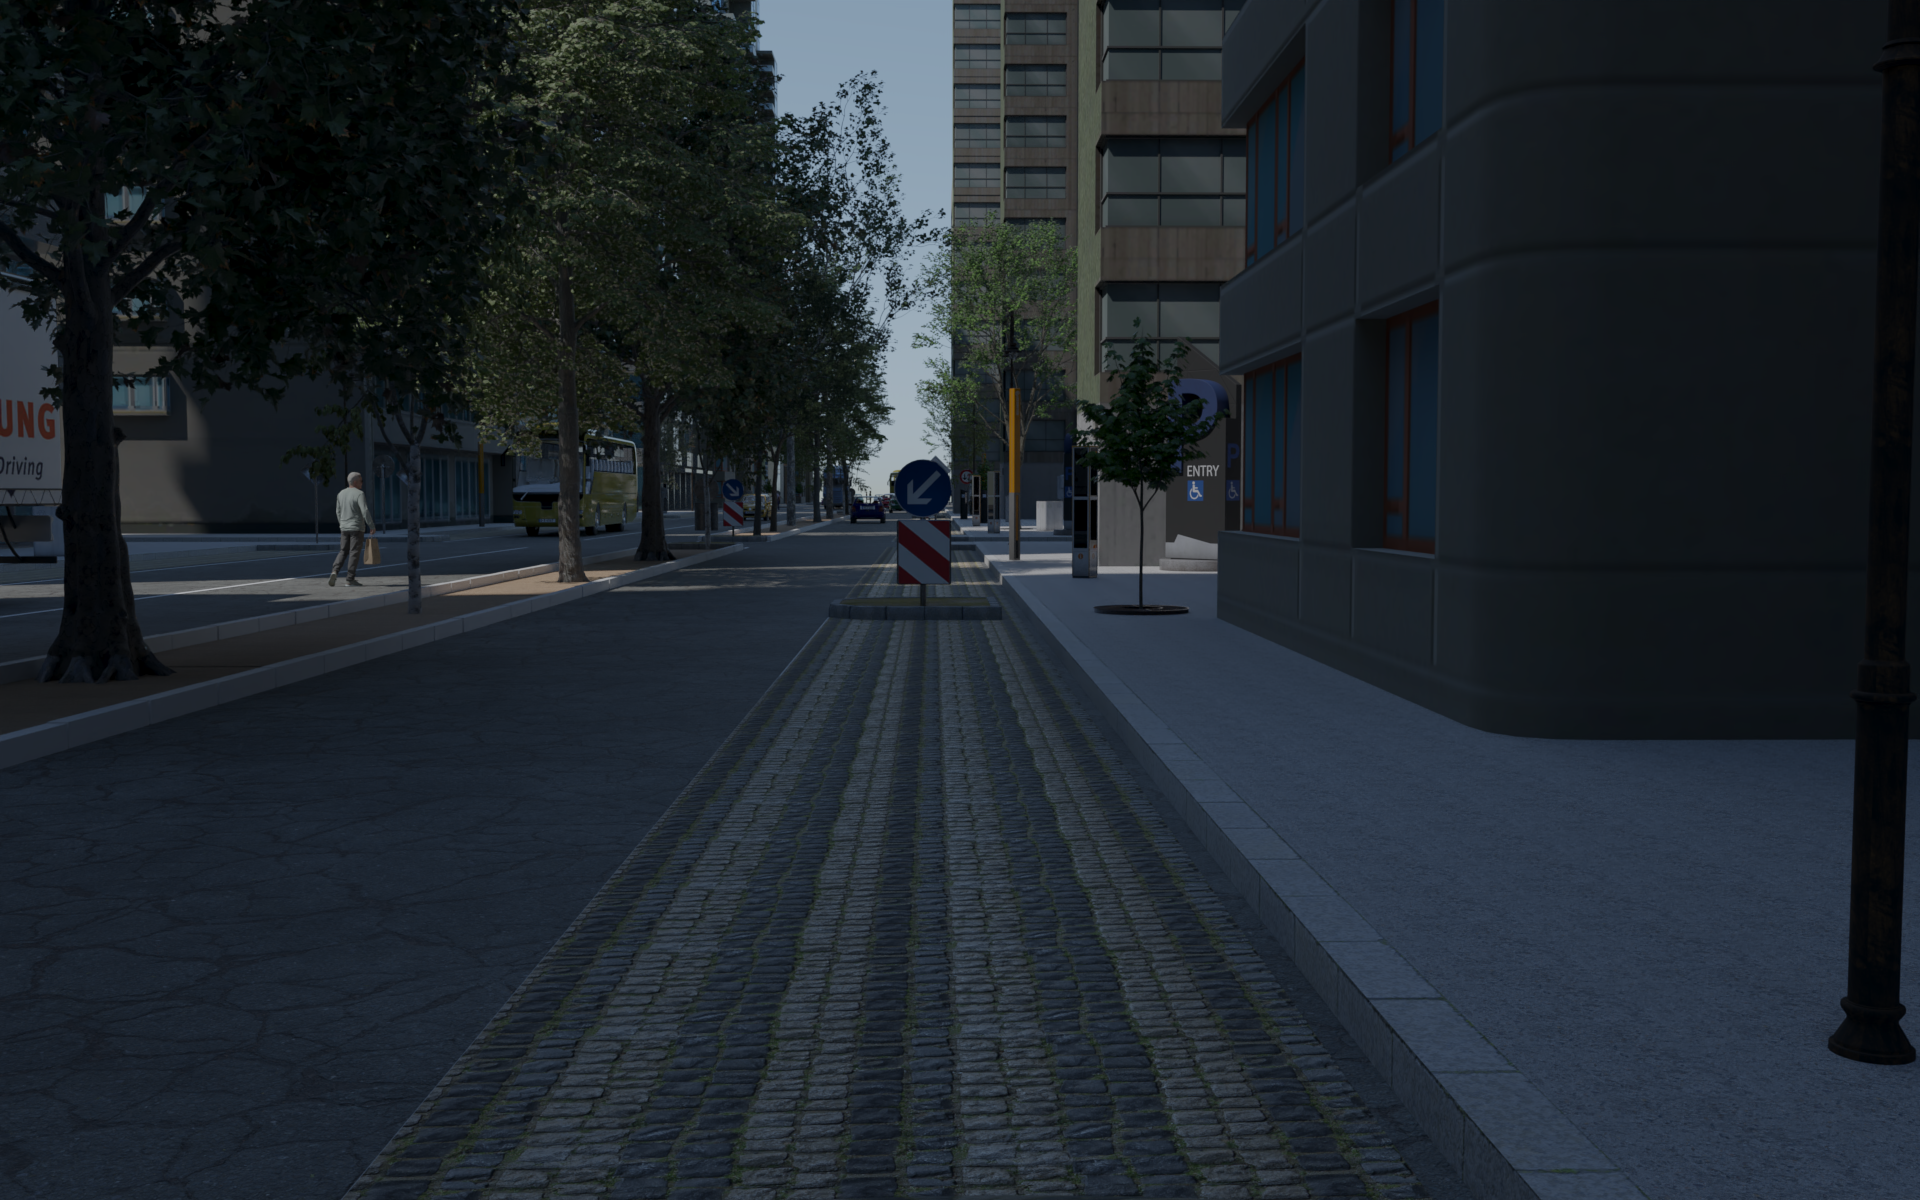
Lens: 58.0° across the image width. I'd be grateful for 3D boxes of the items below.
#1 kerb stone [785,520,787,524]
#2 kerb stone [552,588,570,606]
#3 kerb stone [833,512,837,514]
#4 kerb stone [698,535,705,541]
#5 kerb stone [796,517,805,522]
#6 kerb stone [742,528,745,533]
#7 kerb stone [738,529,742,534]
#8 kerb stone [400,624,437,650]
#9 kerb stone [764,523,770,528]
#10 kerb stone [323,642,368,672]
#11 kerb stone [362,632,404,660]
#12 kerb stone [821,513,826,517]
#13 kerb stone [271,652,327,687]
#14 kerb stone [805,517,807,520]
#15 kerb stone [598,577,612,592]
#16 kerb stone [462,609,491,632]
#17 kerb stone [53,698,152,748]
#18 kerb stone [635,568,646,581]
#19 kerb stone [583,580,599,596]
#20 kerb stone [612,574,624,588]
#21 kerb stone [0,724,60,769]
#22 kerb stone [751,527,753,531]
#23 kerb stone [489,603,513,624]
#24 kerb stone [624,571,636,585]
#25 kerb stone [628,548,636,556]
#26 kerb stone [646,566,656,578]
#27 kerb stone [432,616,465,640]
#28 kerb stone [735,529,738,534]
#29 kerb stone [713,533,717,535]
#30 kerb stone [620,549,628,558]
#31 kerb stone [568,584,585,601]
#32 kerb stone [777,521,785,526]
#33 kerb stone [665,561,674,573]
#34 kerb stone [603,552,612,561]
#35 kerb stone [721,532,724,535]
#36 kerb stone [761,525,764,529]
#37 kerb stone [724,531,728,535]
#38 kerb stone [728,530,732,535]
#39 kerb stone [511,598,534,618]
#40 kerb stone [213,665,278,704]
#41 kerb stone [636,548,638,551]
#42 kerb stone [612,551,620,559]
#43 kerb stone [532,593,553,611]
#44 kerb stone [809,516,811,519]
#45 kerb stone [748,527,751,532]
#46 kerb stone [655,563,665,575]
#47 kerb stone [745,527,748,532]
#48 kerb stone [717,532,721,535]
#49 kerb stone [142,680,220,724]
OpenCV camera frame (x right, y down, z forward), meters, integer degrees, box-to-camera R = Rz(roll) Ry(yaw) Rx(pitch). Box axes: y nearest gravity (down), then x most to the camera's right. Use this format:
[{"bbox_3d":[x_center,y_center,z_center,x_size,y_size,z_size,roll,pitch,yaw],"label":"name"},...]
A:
[{"bbox_3d":[-8.343,-3.623,81.498,0.120,0.150,1.000,0,4,-1],"label":"kerb stone"},{"bbox_3d":[-5.280,-0.015,22.545,0.120,0.150,1.000,0,4,-1],"label":"kerb stone"},{"bbox_3d":[-9.087,-6.384,126.566,0.120,0.150,1.000,0,4,-1],"label":"kerb stone"},{"bbox_3d":[-7.876,-1.874,52.836,0.120,0.150,1.000,0,4,-1],"label":"kerb stone"},{"bbox_3d":[-8.527,-4.317,92.779,0.120,0.150,1.000,0,4,-1],"label":"kerb stone"},{"bbox_3d":[-8.042,-2.500,63.074,0.120,0.150,1.000,0,4,-1],"label":"kerb stone"},{"bbox_3d":[-8.030,-2.437,62.052,0.120,0.150,1.000,0,4,-1],"label":"kerb stone"},{"bbox_3d":[-5.185,0.359,16.398,0.120,0.150,1.000,0,4,-1],"label":"kerb stone"},{"bbox_3d":[-8.214,-3.126,73.297,0.120,0.150,1.000,0,4,-1],"label":"kerb stone"},{"bbox_3d":[-5.150,0.483,14.353,0.120,0.150,1.000,0,4,-1],"label":"kerb stone"},{"bbox_3d":[-5.169,0.422,15.376,0.120,0.150,1.000,0,4,-1],"label":"kerb stone"},{"bbox_3d":[-8.873,-5.569,113.252,0.120,0.150,1.000,0,4,-1],"label":"kerb stone"},{"bbox_3d":[-5.131,0.543,13.325,0.120,0.150,1.000,0,4,-1],"label":"kerb stone"},{"bbox_3d":[-8.538,-4.380,93.807,0.120,0.150,1.000,0,4,-1],"label":"kerb stone"},{"bbox_3d":[-5.343,-0.209,25.617,0.120,0.150,1.000,0,4,-1],"label":"kerb stone"},{"bbox_3d":[-5.210,0.230,18.446,0.120,0.150,1.000,0,4,-1],"label":"kerb stone"},{"bbox_3d":[-5.083,0.731,10.242,0.120,0.150,1.000,0,4,-1],"label":"kerb stone"},{"bbox_3d":[-5.387,-0.397,28.691,0.120,0.150,1.000,0,4,-1],"label":"kerb stone"},{"bbox_3d":[-5.313,-0.147,24.595,0.120,0.150,1.000,0,4,-1],"label":"kerb stone"},{"bbox_3d":[-5.352,-0.272,26.639,0.120,0.150,1.000,0,4,-1],"label":"kerb stone"},{"bbox_3d":[-5.061,0.799,9.220,0.120,0.150,1.000,0,4,-1],"label":"kerb stone"},{"bbox_3d":[-8.100,-2.688,66.139,0.120,0.150,1.000,0,4,-1],"label":"kerb stone"},{"bbox_3d":[-5.234,0.170,19.475,0.120,0.150,1.000,0,4,-1],"label":"kerb stone"},{"bbox_3d":[-5.366,-0.329,27.666,0.120,0.150,1.000,0,4,-1],"label":"kerb stone"},{"bbox_3d":[-7.669,-1.082,39.935,0.120,0.150,1.000,0,4,-1],"label":"kerb stone"},{"bbox_3d":[-5.403,-0.460,29.713,0.120,0.150,1.000,0,4,-1],"label":"kerb stone"},{"bbox_3d":[-5.201,0.298,17.424,0.120,0.150,1.000,0,4,-1],"label":"kerb stone"},{"bbox_3d":[-8.018,-2.375,61.030,0.120,0.150,1.000,0,4,-1],"label":"kerb stone"},{"bbox_3d":[-7.915,-1.997,54.879,0.120,0.150,1.000,0,4,-1],"label":"kerb stone"},{"bbox_3d":[-7.655,-1.019,38.907,0.120,0.150,1.000,0,4,-1],"label":"kerb stone"},{"bbox_3d":[-5.303,-0.078,23.570,0.120,0.150,1.000,0,4,-1],"label":"kerb stone"},{"bbox_3d":[-8.329,-3.561,80.469,0.120,0.150,1.000,0,4,-1],"label":"kerb stone"},{"bbox_3d":[-5.431,-0.583,31.761,0.120,0.150,1.000,0,4,-1],"label":"kerb stone"},{"bbox_3d":[-7.618,-0.897,36.862,0.120,0.150,1.000,0,4,-1],"label":"kerb stone"},{"bbox_3d":[-7.948,-2.124,56.926,0.120,0.150,1.000,0,4,-1],"label":"kerb stone"},{"bbox_3d":[-8.162,-2.938,70.232,0.120,0.150,1.000,0,4,-1],"label":"kerb stone"},{"bbox_3d":[-7.964,-2.183,57.948,0.120,0.150,1.000,0,4,-1],"label":"kerb stone"},{"bbox_3d":[-7.978,-2.250,58.975,0.120,0.150,1.000,0,4,-1],"label":"kerb stone"},{"bbox_3d":[-5.249,0.104,20.498,0.120,0.150,1.000,0,4,-1],"label":"kerb stone"},{"bbox_3d":[-5.113,0.607,12.297,0.120,0.150,1.000,0,4,-1],"label":"kerb stone"},{"bbox_3d":[-7.684,-1.147,40.957,0.120,0.150,1.000,0,4,-1],"label":"kerb stone"},{"bbox_3d":[-7.633,-0.960,37.885,0.120,0.150,1.000,0,4,-1],"label":"kerb stone"},{"bbox_3d":[-5.262,0.044,21.521,0.120,0.150,1.000,0,4,-1],"label":"kerb stone"},{"bbox_3d":[-8.597,-4.566,96.873,0.120,0.150,1.000,0,4,-1],"label":"kerb stone"},{"bbox_3d":[-8.072,-2.624,65.117,0.120,0.150,1.000,0,4,-1],"label":"kerb stone"},{"bbox_3d":[-5.417,-0.521,30.735,0.120,0.150,1.000,0,4,-1],"label":"kerb stone"},{"bbox_3d":[-8.063,-2.563,64.095,0.120,0.150,1.000,0,4,-1],"label":"kerb stone"},{"bbox_3d":[-7.928,-2.061,55.901,0.120,0.150,1.000,0,4,-1],"label":"kerb stone"},{"bbox_3d":[-5.099,0.668,11.274,0.120,0.150,1.000,0,4,-1],"label":"kerb stone"}]
